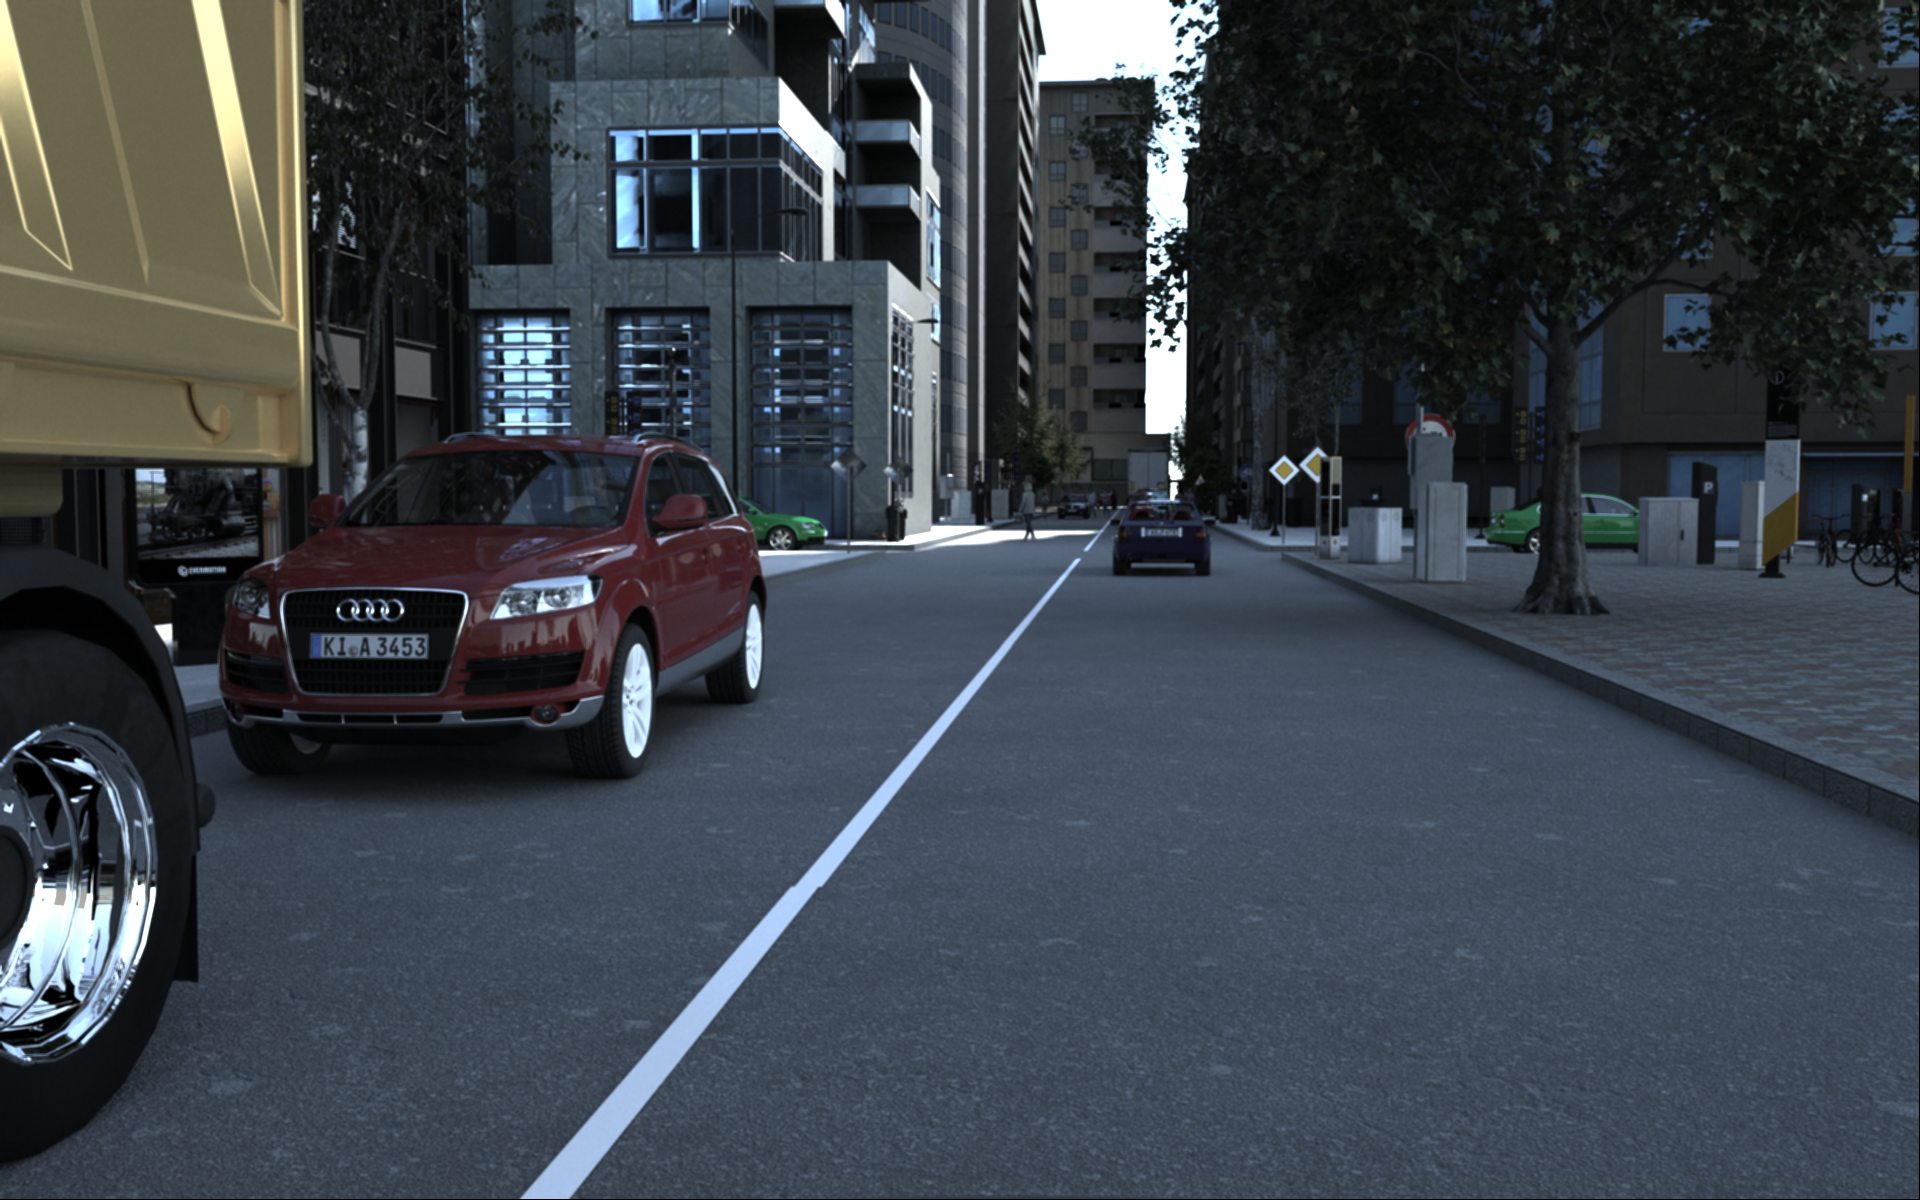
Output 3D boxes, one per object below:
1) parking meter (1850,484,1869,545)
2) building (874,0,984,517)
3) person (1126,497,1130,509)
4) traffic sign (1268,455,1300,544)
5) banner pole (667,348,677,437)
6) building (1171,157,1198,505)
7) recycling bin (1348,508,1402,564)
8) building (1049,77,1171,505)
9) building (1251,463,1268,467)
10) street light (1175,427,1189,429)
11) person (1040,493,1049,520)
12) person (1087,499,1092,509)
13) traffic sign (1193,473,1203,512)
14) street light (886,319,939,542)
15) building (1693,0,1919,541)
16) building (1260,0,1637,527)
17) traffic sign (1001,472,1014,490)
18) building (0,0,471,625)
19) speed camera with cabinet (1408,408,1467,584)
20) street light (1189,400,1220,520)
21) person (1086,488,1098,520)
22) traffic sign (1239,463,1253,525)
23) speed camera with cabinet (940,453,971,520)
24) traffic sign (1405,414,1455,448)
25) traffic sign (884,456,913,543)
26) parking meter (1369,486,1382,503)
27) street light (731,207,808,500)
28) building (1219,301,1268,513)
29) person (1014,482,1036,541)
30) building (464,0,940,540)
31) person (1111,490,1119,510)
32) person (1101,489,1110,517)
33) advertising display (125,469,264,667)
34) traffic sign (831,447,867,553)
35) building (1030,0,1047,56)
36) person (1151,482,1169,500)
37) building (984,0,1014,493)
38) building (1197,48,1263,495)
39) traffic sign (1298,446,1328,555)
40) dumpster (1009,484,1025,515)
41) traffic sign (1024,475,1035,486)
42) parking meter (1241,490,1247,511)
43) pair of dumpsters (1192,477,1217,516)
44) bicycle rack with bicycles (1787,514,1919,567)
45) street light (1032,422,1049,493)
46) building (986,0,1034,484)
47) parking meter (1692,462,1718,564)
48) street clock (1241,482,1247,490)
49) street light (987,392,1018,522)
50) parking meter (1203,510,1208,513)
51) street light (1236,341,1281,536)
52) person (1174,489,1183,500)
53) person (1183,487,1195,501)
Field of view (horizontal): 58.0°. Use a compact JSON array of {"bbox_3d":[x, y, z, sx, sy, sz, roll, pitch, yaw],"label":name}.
[{"bbox_3d":[22.904,-2.184,44.111,0.372,1.533,0.369,0,3,0],"label":"parking meter"},{"bbox_3d":[-10.225,-34.153,100.400,21.231,58.520,28.212,0,4,6],"label":"building"},{"bbox_3d":[16.042,-9.331,164.301,0.697,1.427,0.421,-3,5,-41],"label":"person"},{"bbox_3d":[8.282,-2.487,44.301,0.795,2.450,0.064,0,4,6],"label":"traffic sign"},{"bbox_3d":[-4.883,-2.419,29.568,0.401,3.779,0.863,-1,4,-16],"label":"banner pole"},{"bbox_3d":[40.565,-34.200,213.793,28.867,44.769,22.147,0,4,6],"label":"building"},{"bbox_3d":[7.678,-1.193,32.060,0.722,1.027,0.722,-3,4,-37],"label":"recycling bin"},{"bbox_3d":[12.948,-38.616,220.613,27.495,52.752,28.713,0,4,6],"label":"building"},{"bbox_3d":[29.916,-29.485,101.693,23.786,49.044,30.456,0,4,6],"label":"building"},{"bbox_3d":[15.477,-8.962,119.067,1.470,5.913,1.316,0,4,6],"label":"street light"},{"bbox_3d":[4.742,-5.269,97.243,0.523,1.515,0.503,2,4,29],"label":"person"},{"bbox_3d":[8.876,-6.743,119.313,0.480,1.755,0.524,-2,4,-28],"label":"person"},{"bbox_3d":[14.990,-6.602,107.951,0.884,2.594,0.081,0,4,8],"label":"traffic sign"},{"bbox_3d":[-1.254,-4.496,46.048,1.470,5.913,1.316,0,4,6],"label":"street light"},{"bbox_3d":[25.874,-24.616,52.582,14.200,45.320,14.600,0,4,6],"label":"building"},{"bbox_3d":[20.233,-25.825,72.346,14.600,45.320,14.200,0,4,6],"label":"building"},{"bbox_3d":[2.691,-5.963,97.606,0.768,2.556,0.104,1,4,11],"label":"traffic sign"},{"bbox_3d":[-13.783,-11.430,16.564,12.332,23.373,15.834,0,4,6],"label":"building"},{"bbox_3d":[7.089,-1.918,25.691,0.660,3.252,2.038,0,4,7],"label":"speed camera with cabinet"},{"bbox_3d":[12.183,-6.900,85.352,1.470,5.913,1.316,0,4,6],"label":"street light"},{"bbox_3d":[7.281,-5.309,95.569,0.793,1.790,0.793,-1,4,-19],"label":"person"},{"bbox_3d":[11.905,-4.368,71.527,0.768,2.556,0.104,1,4,9],"label":"traffic sign"},{"bbox_3d":[-0.286,-5.542,84.947,0.660,3.252,2.038,3,5,39],"label":"speed camera with cabinet"},{"bbox_3d":[7.452,-1.678,27.542,0.768,2.556,0.104,0,4,6],"label":"traffic sign"},{"bbox_3d":[-1.611,-2.548,45.301,0.795,2.450,0.064,0,4,6],"label":"traffic sign"},{"bbox_3d":[12.700,-2.726,52.989,0.372,1.533,0.369,0,3,0],"label":"parking meter"},{"bbox_3d":[-3.152,-3.408,28.266,1.470,5.913,1.316,0,4,6],"label":"street light"},{"bbox_3d":[34.580,-17.586,132.572,27.650,21.520,28.899,0,4,6],"label":"building"},{"bbox_3d":[2.025,-2.685,52.577,0.709,1.800,0.728,-3,5,-41],"label":"person"},{"bbox_3d":[-11.559,-45.828,61.957,22.319,86.520,31.000,0,4,6],"label":"building"},{"bbox_3d":[13.841,-8.996,155.545,0.705,1.831,1.348,-2,4,-25],"label":"person"},{"bbox_3d":[9.239,-6.156,109.743,0.643,1.750,0.593,0,4,2],"label":"person"},{"bbox_3d":[-5.719,-0.475,12.978,0.123,1.923,0.974,3,5,44],"label":"advertising display"},{"bbox_3d":[-2.402,-2.062,37.355,0.795,2.450,0.064,0,4,6],"label":"traffic sign"},{"bbox_3d":[-5.504,-36.129,179.939,27.495,52.752,28.713,0,4,6],"label":"building"},{"bbox_3d":[6.457,-2.894,55.840,0.660,1.820,0.620,-1,4,-14],"label":"person"},{"bbox_3d":[-6.379,-42.327,130.299,20.563,71.187,20.611,0,4,6],"label":"building"},{"bbox_3d":[35.712,-33.964,179.006,21.300,48.544,21.600,0,4,6],"label":"building"},{"bbox_3d":[7.492,-2.001,36.355,0.795,2.450,0.064,0,4,6],"label":"traffic sign"},{"bbox_3d":[3.398,-5.720,99.282,1.264,1.857,1.865,0,4,6],"label":"dumpster"},{"bbox_3d":[4.513,-6.900,112.916,0.768,2.556,0.104,0,4,7],"label":"traffic sign"},{"bbox_3d":[16.365,-5.574,99.541,0.372,1.533,0.369,0,3,0],"label":"parking meter"},{"bbox_3d":[14.549,-6.105,102.309,1.574,2.255,4.437,0,4,6],"label":"pair of dumpsters"},{"bbox_3d":[16.272,-1.090,31.212,2.852,0.926,2.925,0,4,6],"label":"bicycle rack with bicycles"},{"bbox_3d":[5.248,-8.525,111.926,1.470,5.913,1.316,0,4,6],"label":"street light"},{"bbox_3d":[-4.806,-32.312,152.004,21.300,48.544,21.600,0,4,6],"label":"building"},{"bbox_3d":[13.593,-1.586,31.641,0.399,1.863,0.255,-1,4,-12],"label":"parking meter"},{"bbox_3d":[16.552,-5.873,100.590,0.358,2.002,0.471,-3,5,-39],"label":"street clock"},{"bbox_3d":[1.912,-6.504,78.880,1.470,5.913,1.316,0,4,6],"label":"street light"},{"bbox_3d":[16.464,-6.589,116.143,0.372,1.533,0.369,0,3,0],"label":"parking meter"},{"bbox_3d":[9.038,-4.892,52.519,1.470,5.913,1.316,0,4,6],"label":"street light"},{"bbox_3d":[13.246,-5.849,104.969,0.563,1.720,0.643,1,4,16],"label":"person"},{"bbox_3d":[10.925,-4.548,83.221,0.716,1.782,0.532,-1,4,-10],"label":"person"}]
